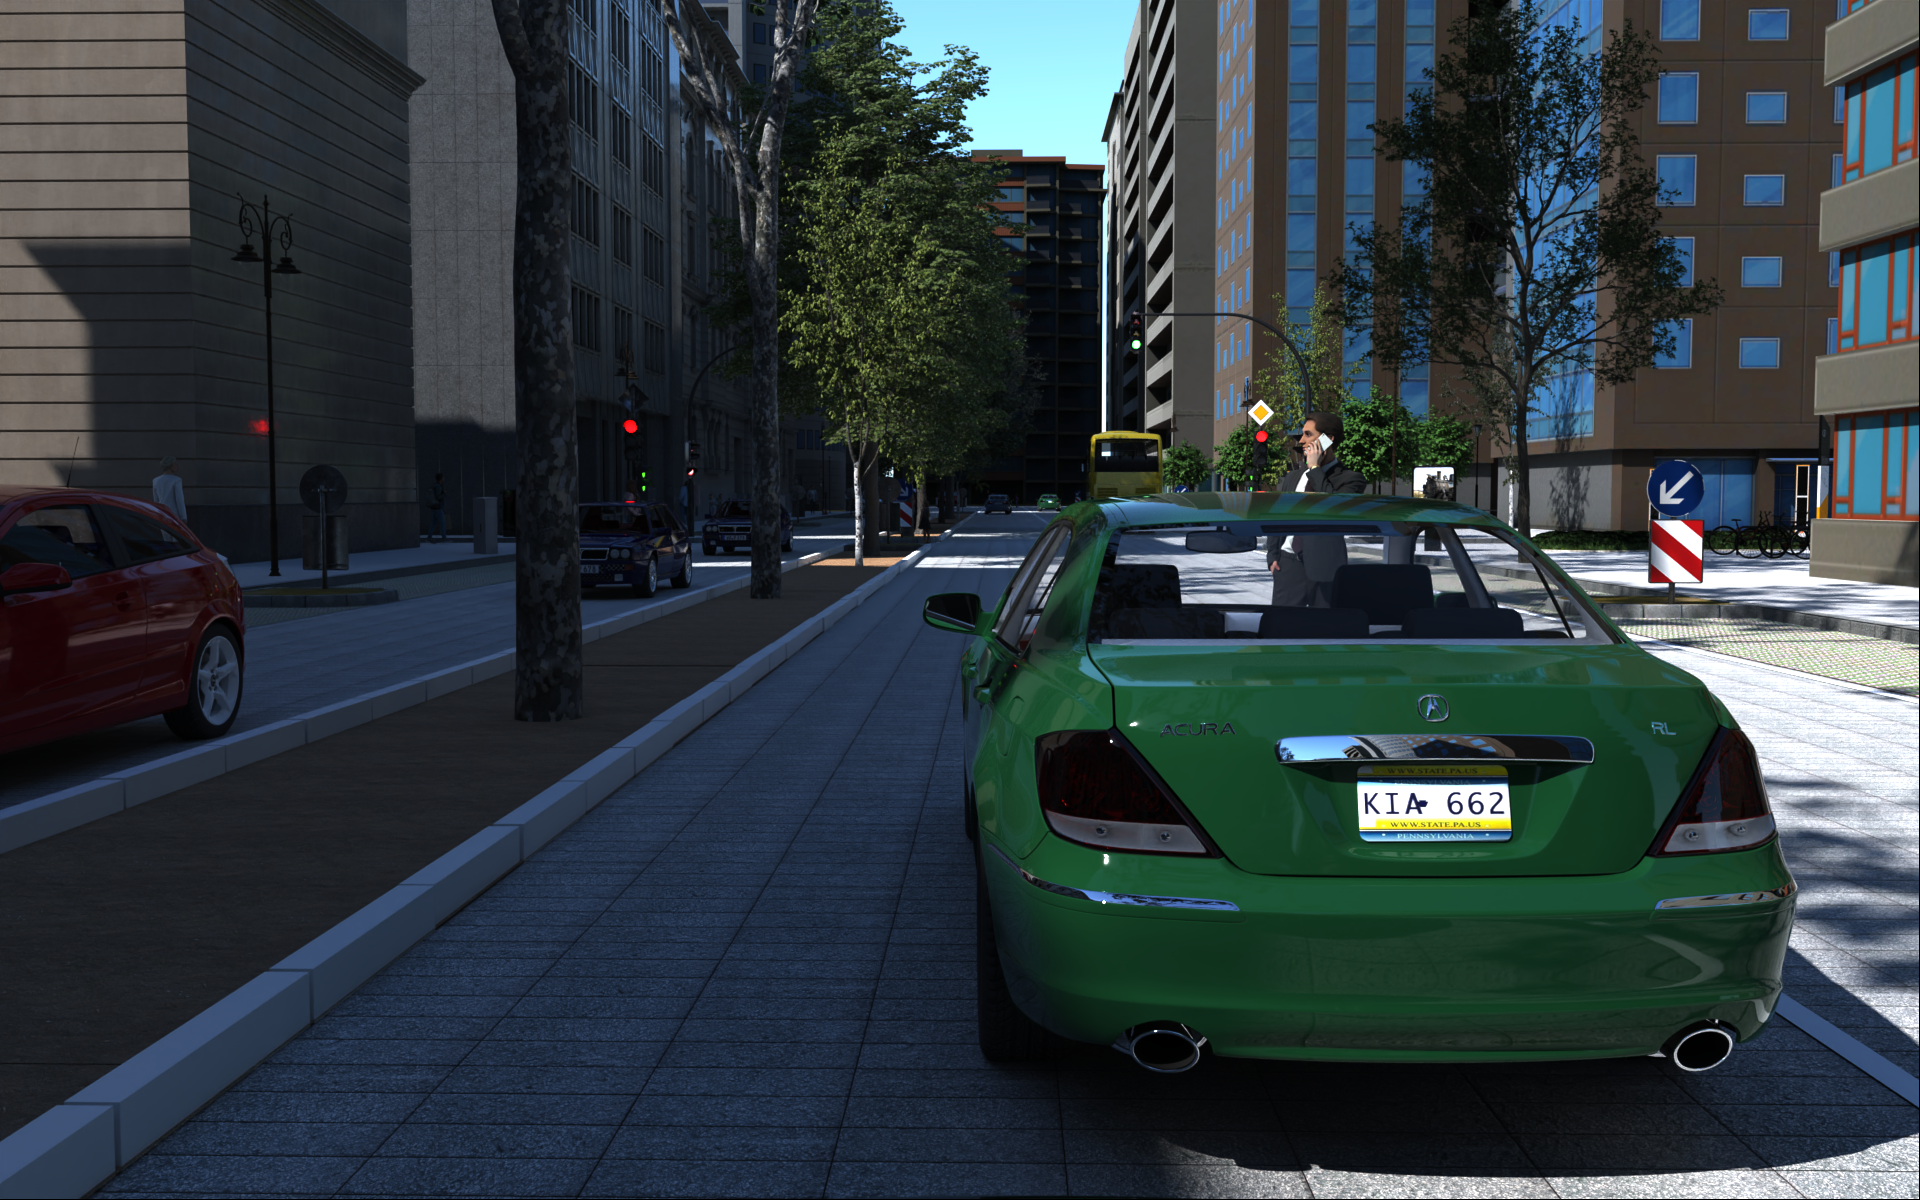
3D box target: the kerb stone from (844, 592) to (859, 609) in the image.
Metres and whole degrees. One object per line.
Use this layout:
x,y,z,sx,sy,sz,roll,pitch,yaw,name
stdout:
-1.392,0.036,21.613,0.120,0.150,1.000,0,4,1,kerb stone

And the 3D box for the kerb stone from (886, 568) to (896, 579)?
-1.203,-0.396,28.786,0.120,0.150,1.000,0,4,1,kerb stone

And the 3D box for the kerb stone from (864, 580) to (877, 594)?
-1.317,-0.152,24.686,0.120,0.150,1.000,0,4,1,kerb stone

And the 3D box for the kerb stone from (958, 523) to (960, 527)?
-0.176,-2.944,70.333,0.120,0.150,1.000,0,4,1,kerb stone

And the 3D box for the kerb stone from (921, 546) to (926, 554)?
-0.928,-1.092,40.044,0.120,0.150,1.000,0,4,1,kerb stone

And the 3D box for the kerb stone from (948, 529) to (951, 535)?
-0.458,-2.254,59.050,0.120,0.150,1.000,0,4,1,kerb stone

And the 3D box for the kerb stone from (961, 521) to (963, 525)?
-0.050,-3.258,75.458,0.120,0.150,1.000,0,4,1,kerb stone

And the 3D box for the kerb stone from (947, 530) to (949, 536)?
-0.506,-2.129,57.004,0.120,0.150,1.000,0,4,1,kerb stone

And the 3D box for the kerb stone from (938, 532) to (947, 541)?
-0.554,-2.001,54.947,0.120,0.150,1.000,0,4,1,kerb stone

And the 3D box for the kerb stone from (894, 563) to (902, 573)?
-1.172,-0.524,30.832,0.120,0.150,1.000,0,4,1,kerb stone

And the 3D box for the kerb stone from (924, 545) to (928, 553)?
-0.909,-1.154,41.067,0.120,0.150,1.000,0,4,1,kerb stone

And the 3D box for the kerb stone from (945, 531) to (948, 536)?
-0.544,-2.063,55.972,0.120,0.150,1.000,0,4,1,kerb stone

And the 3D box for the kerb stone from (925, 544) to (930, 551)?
-0.876,-1.217,42.098,0.120,0.150,1.000,0,4,1,kerb stone

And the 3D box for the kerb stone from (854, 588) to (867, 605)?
-1.355,-0.020,22.642,0.120,0.150,1.000,0,4,1,kerb stone

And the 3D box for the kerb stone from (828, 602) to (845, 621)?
-1.439,0.162,19.552,0.120,0.150,1.000,0,4,1,kerb stone

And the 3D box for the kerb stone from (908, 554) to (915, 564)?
-1.054,-0.779,34.927,0.120,0.150,1.000,0,4,1,kerb stone

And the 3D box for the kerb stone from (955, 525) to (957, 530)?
-0.278,-2.694,66.235,0.120,0.150,1.000,0,4,1,kerb stone

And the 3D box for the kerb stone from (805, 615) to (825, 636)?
-1.501,0.287,17.496,0.120,0.150,1.000,0,4,1,kerb stone

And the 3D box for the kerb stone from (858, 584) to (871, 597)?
-1.343,-0.090,23.664,0.120,0.150,1.000,0,4,1,kerb stone

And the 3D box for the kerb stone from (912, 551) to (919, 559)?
-1.008,-0.900,36.973,0.120,0.150,1.000,0,4,1,kerb stone

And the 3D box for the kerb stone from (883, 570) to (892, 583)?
-1.231,-0.340,27.759,0.120,0.150,1.000,0,4,1,kerb stone

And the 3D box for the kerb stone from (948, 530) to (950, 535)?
-0.484,-2.192,58.026,0.120,0.150,1.000,0,4,1,kerb stone

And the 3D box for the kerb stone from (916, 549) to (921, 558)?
-0.986,-0.966,37.995,0.120,0.150,1.000,0,4,1,kerb stone

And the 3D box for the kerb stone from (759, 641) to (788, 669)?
-1.574,0.476,14.409,0.120,0.150,1.000,0,4,1,kerb stone

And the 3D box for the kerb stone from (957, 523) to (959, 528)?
-0.206,-2.882,69.311,0.120,0.150,1.000,0,4,1,kerb stone

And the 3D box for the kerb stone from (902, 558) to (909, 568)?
-1.104,-0.653,32.875,0.120,0.150,1.000,0,4,1,kerb stone

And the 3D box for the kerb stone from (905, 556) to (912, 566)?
-1.079,-0.716,33.900,0.120,0.150,1.000,0,4,1,kerb stone

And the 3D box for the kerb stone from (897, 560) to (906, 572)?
-1.127,-0.591,31.854,0.120,0.150,1.000,0,4,1,kerb stone

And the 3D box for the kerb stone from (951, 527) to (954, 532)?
-0.379,-2.443,62.134,0.120,0.150,1.000,0,4,1,kerb stone

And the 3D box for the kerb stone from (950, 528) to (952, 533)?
-0.434,-2.314,60.082,0.120,0.150,1.000,0,4,1,kerb stone

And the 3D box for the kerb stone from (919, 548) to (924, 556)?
-0.954,-1.027,39.016,0.120,0.150,1.000,0,4,1,kerb stone

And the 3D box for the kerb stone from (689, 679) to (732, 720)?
-1.650,0.666,11.341,0.120,0.150,1.000,0,4,1,kerb stone

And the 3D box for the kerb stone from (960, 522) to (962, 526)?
-0.099,-3.132,73.404,0.120,0.150,1.000,0,4,1,kerb stone

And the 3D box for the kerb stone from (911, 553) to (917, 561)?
-1.029,-0.841,35.948,0.120,0.150,1.000,0,4,1,kerb stone

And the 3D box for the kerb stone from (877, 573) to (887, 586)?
-1.265,-0.277,26.735,0.120,0.150,1.000,0,4,1,kerb stone

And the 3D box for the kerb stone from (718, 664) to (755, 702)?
-1.617,0.602,12.363,0.120,0.150,1.000,0,4,1,kerb stone

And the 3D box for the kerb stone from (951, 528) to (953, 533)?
-0.399,-2.379,61.107,0.120,0.150,1.000,0,4,1,kerb stone

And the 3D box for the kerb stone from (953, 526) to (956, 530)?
-0.330,-2.568,64.187,0.120,0.150,1.000,0,4,1,kerb stone

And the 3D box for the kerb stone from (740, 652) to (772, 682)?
-1.602,0.539,13.387,0.120,0.150,1.000,0,4,1,kerb stone

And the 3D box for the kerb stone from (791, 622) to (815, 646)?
-1.522,0.350,16.474,0.120,0.150,1.000,0,4,1,kerb stone

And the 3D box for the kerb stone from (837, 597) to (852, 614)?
-1.413,0.103,20.578,0.120,0.150,1.000,0,4,1,kerb stone

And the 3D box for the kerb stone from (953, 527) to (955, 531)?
-0.358,-2.506,63.163,0.120,0.150,1.000,0,4,1,kerb stone

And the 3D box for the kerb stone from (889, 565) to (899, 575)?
-1.187,-0.462,29.807,0.120,0.150,1.000,0,4,1,kerb stone

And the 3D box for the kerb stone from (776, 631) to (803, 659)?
-1.541,0.413,15.446,0.120,0.150,1.000,0,4,1,kerb stone

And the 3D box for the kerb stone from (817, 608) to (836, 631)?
-1.459,0.225,18.520,0.120,0.150,1.000,0,4,1,kerb stone

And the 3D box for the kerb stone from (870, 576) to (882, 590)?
-1.293,-0.215,25.707,0.120,0.150,1.000,0,4,1,kerb stone
